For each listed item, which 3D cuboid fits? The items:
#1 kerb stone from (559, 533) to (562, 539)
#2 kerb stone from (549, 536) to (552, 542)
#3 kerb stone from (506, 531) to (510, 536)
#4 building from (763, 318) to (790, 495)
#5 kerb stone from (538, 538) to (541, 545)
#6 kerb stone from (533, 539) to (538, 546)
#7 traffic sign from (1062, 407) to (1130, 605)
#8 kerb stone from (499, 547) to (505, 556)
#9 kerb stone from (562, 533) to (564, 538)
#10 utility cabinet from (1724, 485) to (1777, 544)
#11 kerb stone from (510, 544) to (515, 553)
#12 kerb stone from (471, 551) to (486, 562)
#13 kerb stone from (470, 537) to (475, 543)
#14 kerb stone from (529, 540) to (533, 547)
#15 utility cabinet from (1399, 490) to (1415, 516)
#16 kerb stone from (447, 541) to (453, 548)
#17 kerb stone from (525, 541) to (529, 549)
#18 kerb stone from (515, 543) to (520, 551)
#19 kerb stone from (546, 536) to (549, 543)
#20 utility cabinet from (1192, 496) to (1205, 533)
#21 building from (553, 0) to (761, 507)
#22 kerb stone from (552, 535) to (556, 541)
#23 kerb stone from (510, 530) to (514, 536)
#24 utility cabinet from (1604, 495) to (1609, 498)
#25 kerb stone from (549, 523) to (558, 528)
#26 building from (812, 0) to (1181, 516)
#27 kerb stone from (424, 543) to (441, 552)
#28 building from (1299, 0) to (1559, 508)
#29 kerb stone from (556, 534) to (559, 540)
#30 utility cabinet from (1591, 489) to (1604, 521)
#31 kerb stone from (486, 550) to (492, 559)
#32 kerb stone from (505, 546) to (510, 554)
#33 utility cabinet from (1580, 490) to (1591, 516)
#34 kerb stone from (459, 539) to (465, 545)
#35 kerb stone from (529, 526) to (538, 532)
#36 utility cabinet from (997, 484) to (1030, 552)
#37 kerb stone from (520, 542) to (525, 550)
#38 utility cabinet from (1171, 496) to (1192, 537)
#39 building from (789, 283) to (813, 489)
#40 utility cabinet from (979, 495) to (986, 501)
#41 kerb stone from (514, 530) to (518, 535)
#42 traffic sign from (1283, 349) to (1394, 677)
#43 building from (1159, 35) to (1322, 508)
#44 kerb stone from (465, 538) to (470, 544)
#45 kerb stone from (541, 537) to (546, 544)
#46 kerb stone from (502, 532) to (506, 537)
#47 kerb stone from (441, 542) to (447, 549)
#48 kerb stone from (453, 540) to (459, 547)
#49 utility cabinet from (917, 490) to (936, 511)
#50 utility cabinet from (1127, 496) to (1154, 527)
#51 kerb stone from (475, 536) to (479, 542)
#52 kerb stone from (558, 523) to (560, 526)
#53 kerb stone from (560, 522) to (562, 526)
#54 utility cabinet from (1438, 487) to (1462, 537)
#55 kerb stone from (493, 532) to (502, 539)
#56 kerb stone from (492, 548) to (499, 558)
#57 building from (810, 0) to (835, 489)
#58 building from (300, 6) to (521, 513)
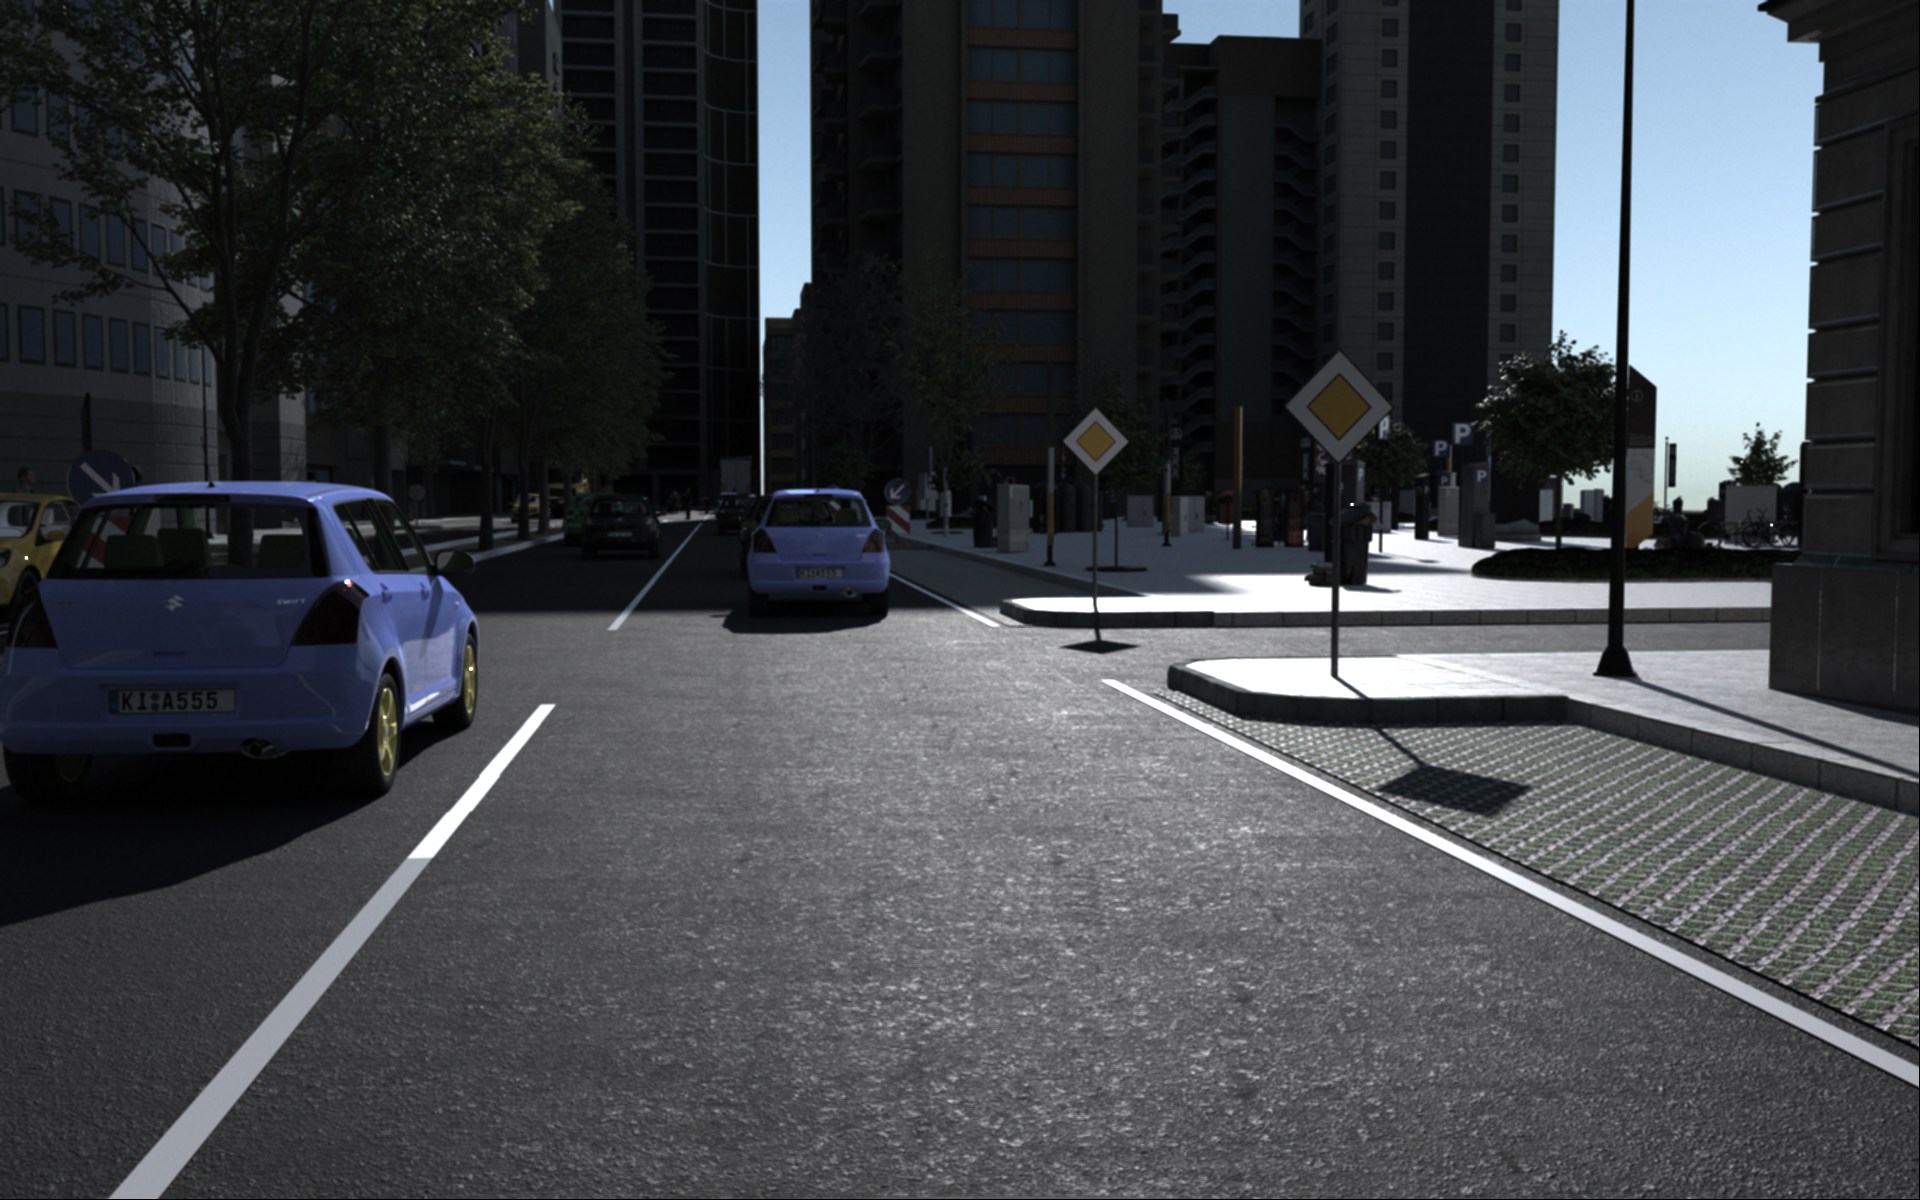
[{"bbox_3d":[-12.691,-1.972,54.431,0.120,0.150,1.000,0,4,-8],"label":"kerb stone"},{"bbox_3d":[-12.282,-1.786,51.392,0.120,0.150,1.000,0,4,-8],"label":"kerb stone"},{"bbox_3d":[-15.314,-2.201,58.174,0.120,0.150,1.000,0,4,-8],"label":"kerb stone"},{"bbox_3d":[-7.084,-21.272,192.837,28.899,21.520,27.650,0,4,-8],"label":"building"},{"bbox_3d":[-11.866,-1.597,48.336,0.120,0.150,1.000,0,4,-8],"label":"kerb stone"},{"bbox_3d":[-11.726,-1.533,47.323,0.120,0.150,1.000,0,4,-8],"label":"kerb stone"},{"bbox_3d":[1.562,-1.003,20.037,0.795,2.450,0.064,0,4,-8],"label":"traffic sign"},{"bbox_3d":[-10.763,-1.103,40.223,0.120,0.150,1.000,0,4,-8],"label":"kerb stone"},{"bbox_3d":[-12.828,-2.034,55.445,0.120,0.150,1.000,0,4,-8],"label":"kerb stone"},{"bbox_3d":[19.992,-2.148,43.802,1.173,1.500,0.318,2,4,26],"label":"utility cabinet"},{"bbox_3d":[-11.046,-1.227,42.255,0.120,0.150,1.000,0,4,-8],"label":"kerb stone"},{"bbox_3d":[-10.359,-0.911,37.174,0.120,0.150,1.000,0,4,-8],"label":"kerb stone"},{"bbox_3d":[-14.212,-1.701,50.059,0.120,0.150,1.000,0,4,-8],"label":"kerb stone"},{"bbox_3d":[-11.598,-1.475,46.309,0.120,0.150,1.000,0,4,-8],"label":"kerb stone"},{"bbox_3d":[23.207,-4.942,89.486,0.318,1.500,1.173,-2,4,-24],"label":"utility cabinet"},{"bbox_3d":[-13.673,-1.452,45.996,0.120,0.150,1.000,0,4,-8],"label":"kerb stone"},{"bbox_3d":[-11.455,-1.413,45.296,0.120,0.150,1.000,0,4,-8],"label":"kerb stone"},{"bbox_3d":[-11.185,-1.286,43.270,0.120,0.150,1.000,0,4,-8],"label":"kerb stone"},{"bbox_3d":[-12.140,-1.723,50.374,0.120,0.150,1.000,0,4,-8],"label":"kerb stone"},{"bbox_3d":[7.639,-2.836,57.534,1.020,1.237,0.306,-2,4,-26],"label":"utility cabinet"},{"bbox_3d":[-31.761,-45.629,184.286,20.611,71.187,20.563,0,4,-8],"label":"building"},{"bbox_3d":[-12.411,-1.848,52.406,0.120,0.150,1.000,0,4,-8],"label":"kerb stone"},{"bbox_3d":[-15.454,-2.263,59.198,0.120,0.150,1.000,0,4,-8],"label":"kerb stone"},{"bbox_3d":[34.844,-5.059,93.883,0.306,1.237,1.020,0,4,3],"label":"utility cabinet"},{"bbox_3d":[-17.513,-3.196,74.451,0.120,0.150,1.000,0,4,-8],"label":"kerb stone"},{"bbox_3d":[1.746,-28.065,113.491,22.147,44.769,28.867,0,4,-8],"label":"building"},{"bbox_3d":[-13.394,-1.332,43.970,0.120,0.150,1.000,0,4,-8],"label":"kerb stone"},{"bbox_3d":[43.020,-44.562,166.843,20.611,71.187,20.563,0,4,-8],"label":"building"},{"bbox_3d":[-12.547,-1.910,53.419,0.120,0.150,1.000,0,4,-8],"label":"kerb stone"},{"bbox_3d":[27.102,-3.961,73.441,0.318,1.500,1.173,1,4,15],"label":"utility cabinet"},{"bbox_3d":[-10.497,-0.964,38.194,0.120,0.150,1.000,0,4,-8],"label":"kerb stone"},{"bbox_3d":[-10.909,-1.165,41.242,0.120,0.150,1.000,0,4,-8],"label":"kerb stone"},{"bbox_3d":[33.949,-5.170,93.210,1.173,1.500,0.318,-1,4,-21],"label":"utility cabinet"},{"bbox_3d":[-13.945,-1.580,48.027,0.120,0.150,1.000,0,4,-8],"label":"kerb stone"},{"bbox_3d":[-16.552,-2.760,67.325,0.120,0.150,1.000,0,4,-8],"label":"kerb stone"},{"bbox_3d":[1.183,-1.794,38.003,0.318,1.500,1.173,2,4,24],"label":"utility cabinet"},{"bbox_3d":[-11.311,-1.351,44.284,0.120,0.150,1.000,0,4,-8],"label":"kerb stone"},{"bbox_3d":[6.661,-2.526,52.460,0.306,1.237,1.020,1,4,22],"label":"utility cabinet"},{"bbox_3d":[-0.910,-19.139,157.964,27.650,21.520,28.899,0,4,-8],"label":"building"},{"bbox_3d":[0.687,-4.124,78.590,1.020,1.237,0.306,2,4,29],"label":"utility cabinet"},{"bbox_3d":[-15.585,-2.322,60.212,0.120,0.150,1.000,0,4,-8],"label":"kerb stone"},{"bbox_3d":[2.632,-0.519,12.124,0.795,2.450,0.064,0,4,-8],"label":"traffic sign"},{"bbox_3d":[25.445,-31.658,167.721,14.200,45.320,14.600,0,4,-8],"label":"building"},{"bbox_3d":[-14.081,-1.642,49.040,0.120,0.150,1.000,0,4,-8],"label":"kerb stone"},{"bbox_3d":[-11.997,-1.661,49.350,0.120,0.150,1.000,0,4,-8],"label":"kerb stone"},{"bbox_3d":[-15.181,-2.138,57.153,0.120,0.150,1.000,0,4,-8],"label":"kerb stone"},{"bbox_3d":[-13.533,-1.392,44.984,0.120,0.150,1.000,0,4,-8],"label":"kerb stone"},{"bbox_3d":[-13.801,-1.518,47.010,0.120,0.150,1.000,0,4,-8],"label":"kerb stone"},{"bbox_3d":[-1.811,-5.176,93.314,0.318,1.500,1.173,3,5,43],"label":"utility cabinet"},{"bbox_3d":[6.990,-3.430,67.237,1.020,1.237,0.306,0,4,3],"label":"utility cabinet"},{"bbox_3d":[-14.351,-1.766,51.071,0.120,0.150,1.000,0,4,-8],"label":"kerb stone"},{"bbox_3d":[-17.653,-3.250,75.468,0.120,0.150,1.000,0,4,-8],"label":"kerb stone"},{"bbox_3d":[-17.784,-3.321,76.490,0.120,0.150,1.000,0,4,-8],"label":"kerb stone"},{"bbox_3d":[14.866,-2.638,51.810,1.173,1.500,0.318,-2,4,-27],"label":"utility cabinet"},{"bbox_3d":[-15.040,-2.076,56.141,0.120,0.150,1.000,0,4,-8],"label":"kerb stone"},{"bbox_3d":[-10.631,-1.041,39.210,0.120,0.150,1.000,0,4,-8],"label":"kerb stone"},{"bbox_3d":[-4.643,-27.607,134.970,14.154,41.232,14.086,0,4,-8],"label":"building"},{"bbox_3d":[-39.611,-29.040,124.914,14.600,45.320,14.200,0,4,-8],"label":"building"}]
